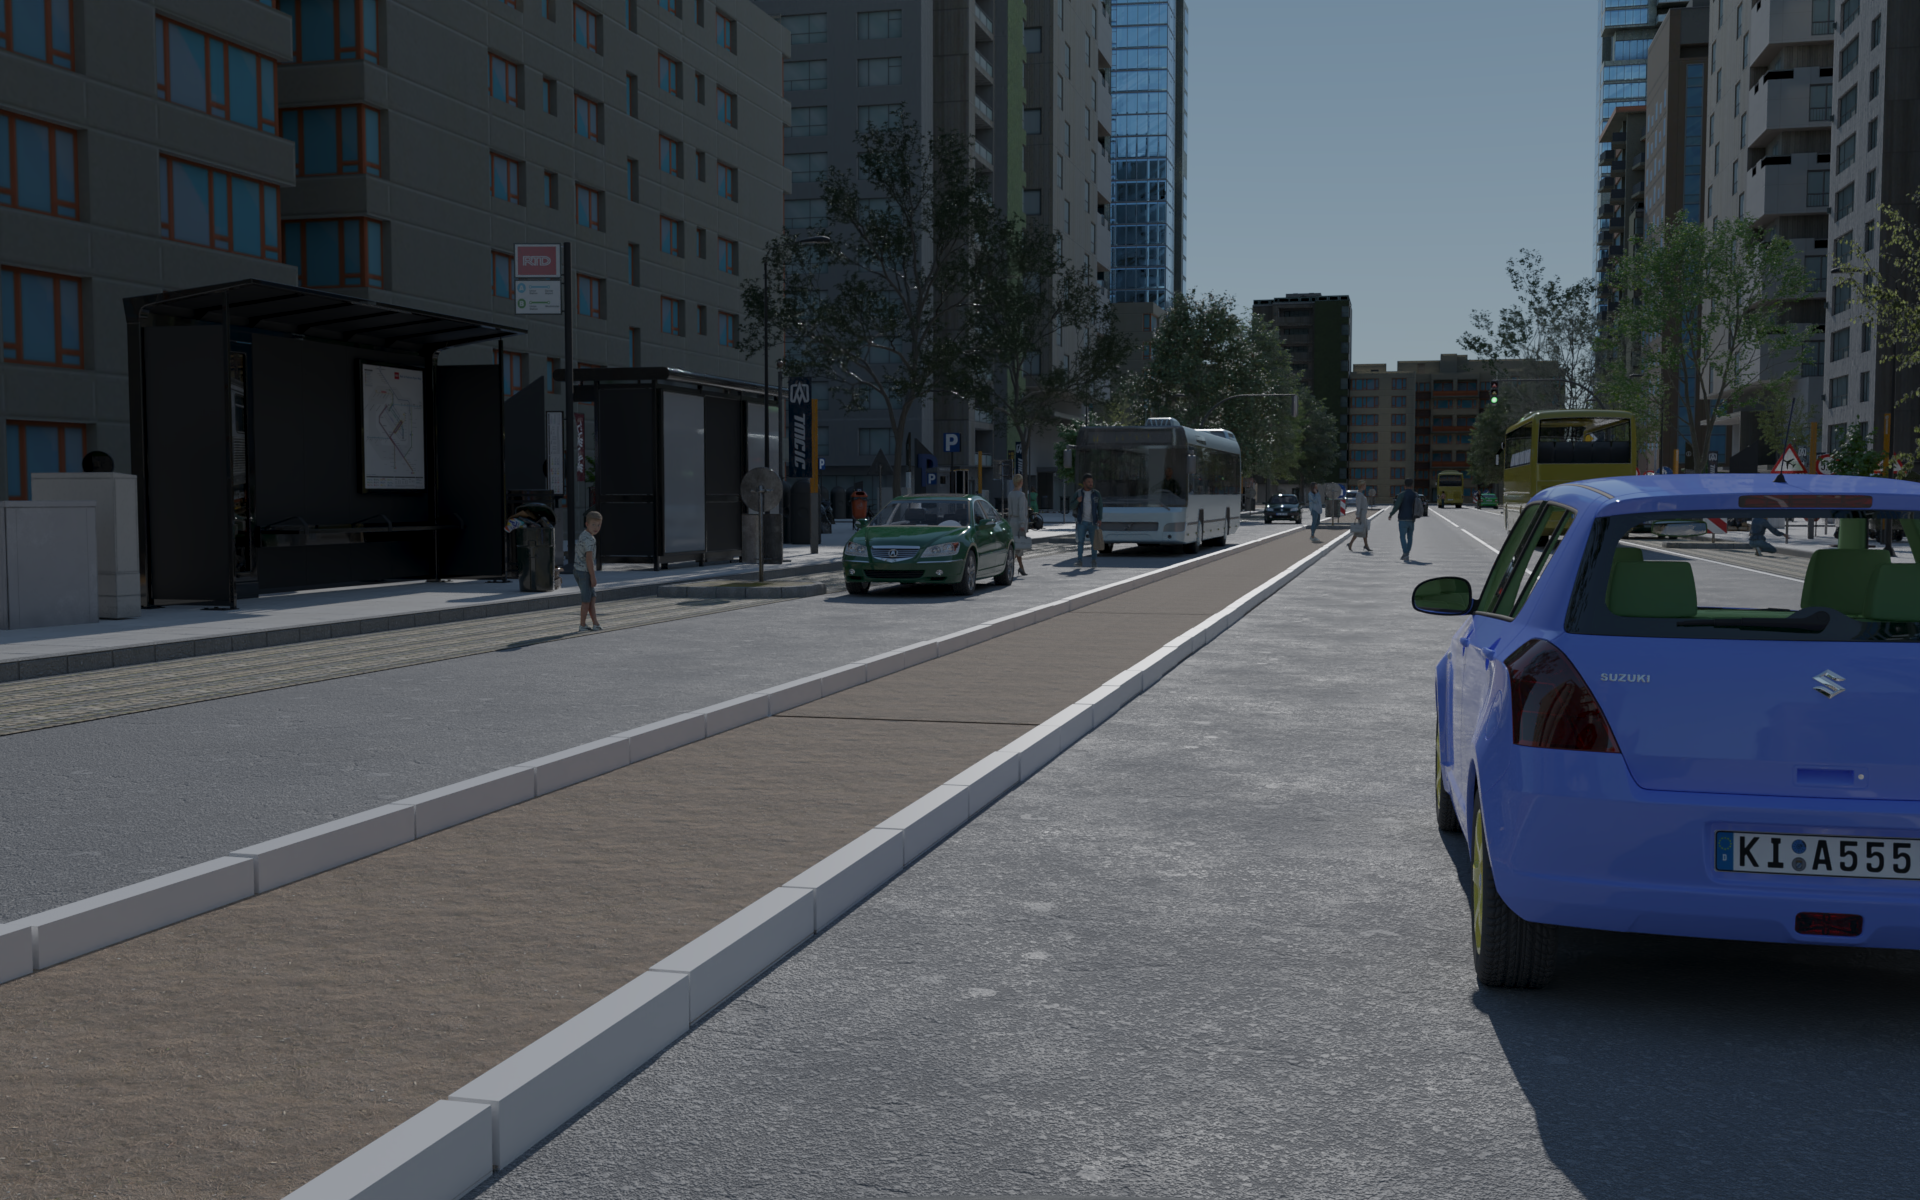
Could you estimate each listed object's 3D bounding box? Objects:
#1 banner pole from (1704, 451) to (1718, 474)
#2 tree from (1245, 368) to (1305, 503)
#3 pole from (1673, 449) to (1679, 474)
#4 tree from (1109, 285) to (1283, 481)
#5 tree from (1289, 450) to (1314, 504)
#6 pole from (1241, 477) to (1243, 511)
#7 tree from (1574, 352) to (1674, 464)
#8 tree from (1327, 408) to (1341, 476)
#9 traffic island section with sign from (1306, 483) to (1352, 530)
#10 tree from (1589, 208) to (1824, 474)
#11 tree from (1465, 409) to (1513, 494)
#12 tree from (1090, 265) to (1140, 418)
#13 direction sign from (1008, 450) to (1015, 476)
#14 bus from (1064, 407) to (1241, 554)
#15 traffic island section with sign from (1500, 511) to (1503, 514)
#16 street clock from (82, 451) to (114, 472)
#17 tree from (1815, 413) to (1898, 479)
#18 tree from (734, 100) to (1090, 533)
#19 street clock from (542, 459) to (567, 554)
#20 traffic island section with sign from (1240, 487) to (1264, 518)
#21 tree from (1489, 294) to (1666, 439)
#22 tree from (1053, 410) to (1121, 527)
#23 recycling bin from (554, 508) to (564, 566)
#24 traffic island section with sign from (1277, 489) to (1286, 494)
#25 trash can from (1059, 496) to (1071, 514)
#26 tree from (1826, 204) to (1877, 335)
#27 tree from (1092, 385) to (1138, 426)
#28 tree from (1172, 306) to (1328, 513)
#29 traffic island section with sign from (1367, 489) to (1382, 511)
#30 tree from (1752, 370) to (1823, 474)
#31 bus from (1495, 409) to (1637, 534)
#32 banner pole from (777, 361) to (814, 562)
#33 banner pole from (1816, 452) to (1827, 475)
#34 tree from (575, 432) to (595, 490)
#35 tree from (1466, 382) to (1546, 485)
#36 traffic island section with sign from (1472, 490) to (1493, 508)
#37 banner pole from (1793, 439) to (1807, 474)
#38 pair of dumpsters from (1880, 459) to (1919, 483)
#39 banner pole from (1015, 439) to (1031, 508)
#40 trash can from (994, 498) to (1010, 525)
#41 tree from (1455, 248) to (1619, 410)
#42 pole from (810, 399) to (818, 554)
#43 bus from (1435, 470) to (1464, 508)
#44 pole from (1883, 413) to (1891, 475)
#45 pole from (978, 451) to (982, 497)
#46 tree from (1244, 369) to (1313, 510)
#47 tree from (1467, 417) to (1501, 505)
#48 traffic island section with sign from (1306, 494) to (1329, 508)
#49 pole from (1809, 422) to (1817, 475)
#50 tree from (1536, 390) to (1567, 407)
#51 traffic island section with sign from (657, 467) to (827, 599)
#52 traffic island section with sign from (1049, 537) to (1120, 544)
[{"bbox_3d":[38.248,-6.020,88.448,0.863,3.779,0.401,1,4,15],"label":"banner pole"},{"bbox_3d":[26.591,-14.214,150.533,7.486,12.596,7.792,0,3,0],"label":"tree"},{"bbox_3d":[32.656,-5.212,79.058,0.158,3.312,0.155,0,3,0],"label":"pole"},{"bbox_3d":[13.022,-10.903,95.265,9.611,12.733,9.660,0,3,0],"label":"tree"},{"bbox_3d":[43.990,-16.544,220.853,4.360,8.622,3.978,0,3,0],"label":"tree"},{"bbox_3d":[21.202,-8.360,130.524,0.158,3.312,0.155,0,3,0],"label":"pole"},{"bbox_3d":[34.693,-8.531,89.841,4.737,8.622,4.395,0,3,0],"label":"tree"},{"bbox_3d":[39.014,-17.750,196.863,9.857,13.997,8.962,0,3,0],"label":"tree"},{"bbox_3d":[15.234,-3.838,70.885,2.006,1.907,1.989,1,4,14],"label":"traffic island section with sign"},{"bbox_3d":[26.618,-8.334,62.014,9.928,11.665,9.643,0,3,0],"label":"tree"},{"bbox_3d":[67.502,-18.292,217.206,7.486,12.596,7.792,0,3,0],"label":"tree"},{"bbox_3d":[2.383,-7.525,57.443,8.767,10.594,7.601,3,5,39],"label":"tree"},{"bbox_3d":[2.896,-5.953,89.329,0.876,3.537,0.379,-1,4,-12],"label":"direction sign"},{"bbox_3d":[5.266,-3.034,44.468,2.948,3.499,13.247,1,4,15],"label":"bus"},{"bbox_3d":[40.423,-7.184,126.092,1.989,1.847,2.006,1,4,14],"label":"traffic island section with sign"},{"bbox_3d":[-14.382,-1.491,28.949,0.471,2.002,0.358,-1,4,-21],"label":"street clock"},{"bbox_3d":[21.445,-2.869,41.509,1.663,3.219,1.824,0,3,0],"label":"tree"},{"bbox_3d":[-1.679,-6.586,42.087,8.767,10.594,7.601,1,4,10],"label":"tree"},{"bbox_3d":[-7.711,-1.746,33.117,0.471,2.002,0.358,1,4,18],"label":"street clock"},{"bbox_3d":[17.431,-5.817,103.730,1.989,1.847,2.006,1,4,14],"label":"traffic island section with sign"},{"bbox_3d":[38.056,-12.046,107.319,12.009,13.543,11.850,0,3,0],"label":"tree"},{"bbox_3d":[5.019,-5.076,66.703,4.285,4.588,4.351,0,3,0],"label":"tree"},{"bbox_3d":[-7.509,-1.108,30.663,0.722,1.027,0.722,1,4,18],"label":"recycling bin"},{"bbox_3d":[24.172,-7.413,129.832,1.989,1.847,2.006,1,4,14],"label":"traffic island section with sign"},{"bbox_3d":[6.775,-6.129,111.869,0.748,1.137,0.748,0,3,0],"label":"trash can"},{"bbox_3d":[17.953,-4.903,30.523,4.360,8.622,3.978,0,3,0],"label":"tree"},{"bbox_3d":[9.727,-9.716,109.221,4.360,8.622,3.978,0,3,0],"label":"tree"},{"bbox_3d":[19.144,-13.015,119.442,9.857,13.997,8.962,0,3,0],"label":"tree"},{"bbox_3d":[35.853,-8.727,150.824,2.006,1.907,1.989,1,4,14],"label":"traffic island section with sign"},{"bbox_3d":[48.661,-9.280,102.086,4.737,8.622,4.395,0,3,0],"label":"tree"},{"bbox_3d":[17.214,-3.556,49.689,2.896,3.916,12.252,1,4,14],"label":"bus"},{"bbox_3d":[-3.160,-2.606,32.618,0.863,3.779,0.401,1,4,14],"label":"banner pole"},{"bbox_3d":[45.232,-6.204,91.449,0.863,3.779,0.401,2,4,29],"label":"banner pole"},{"bbox_3d":[-9.465,-3.165,46.346,1.663,3.219,1.824,0,3,0],"label":"tree"},{"bbox_3d":[60.406,-17.354,190.386,9.857,13.997,8.962,0,3,0],"label":"tree"},{"bbox_3d":[52.971,-10.161,174.753,1.989,1.847,2.006,1,4,14],"label":"traffic island section with sign"},{"bbox_3d":[37.956,-5.406,78.406,0.401,3.779,0.863,-2,4,-28],"label":"banner pole"},{"bbox_3d":[25.143,-2.749,47.432,1.574,2.255,4.437,1,4,14],"label":"pair of dumpsters"},{"bbox_3d":[2.695,-5.049,72.574,0.863,3.779,0.401,1,4,19],"label":"banner pole"},{"bbox_3d":[1.692,-3.481,68.564,0.748,1.137,0.748,0,3,0],"label":"trash can"},{"bbox_3d":[44.422,-17.133,136.014,12.611,20.169,13.585,0,3,0],"label":"tree"},{"bbox_3d":[-3.141,-2.654,37.237,0.158,3.312,0.155,0,3,0],"label":"pole"},{"bbox_3d":[50.936,-11.532,180.090,2.896,3.916,12.252,1,4,15],"label":"bus"},{"bbox_3d":[23.511,-3.063,43.919,0.158,3.312,0.155,0,3,0],"label":"pole"},{"bbox_3d":[0.950,-5.419,82.451,0.158,3.312,0.155,0,3,0],"label":"pole"},{"bbox_3d":[23.743,-13.068,139.425,9.928,11.665,9.643,0,3,0],"label":"tree"},{"bbox_3d":[64.362,-16.639,206.455,8.767,10.594,7.601,2,4,30],"label":"tree"},{"bbox_3d":[36.803,-10.411,178.843,1.989,1.847,2.006,1,4,14],"label":"traffic island section with sign"},{"bbox_3d":[24.215,-3.386,49.208,0.158,3.312,0.155,0,3,0],"label":"pole"},{"bbox_3d":[41.394,-10.424,120.791,4.737,8.622,4.395,0,3,0],"label":"tree"},{"bbox_3d":[-2.987,-0.976,24.586,1.989,1.847,2.006,1,4,14],"label":"traffic island section with sign"},{"bbox_3d":[3.763,-2.572,50.686,1.989,1.847,2.006,1,4,14],"label":"traffic island section with sign"}]
